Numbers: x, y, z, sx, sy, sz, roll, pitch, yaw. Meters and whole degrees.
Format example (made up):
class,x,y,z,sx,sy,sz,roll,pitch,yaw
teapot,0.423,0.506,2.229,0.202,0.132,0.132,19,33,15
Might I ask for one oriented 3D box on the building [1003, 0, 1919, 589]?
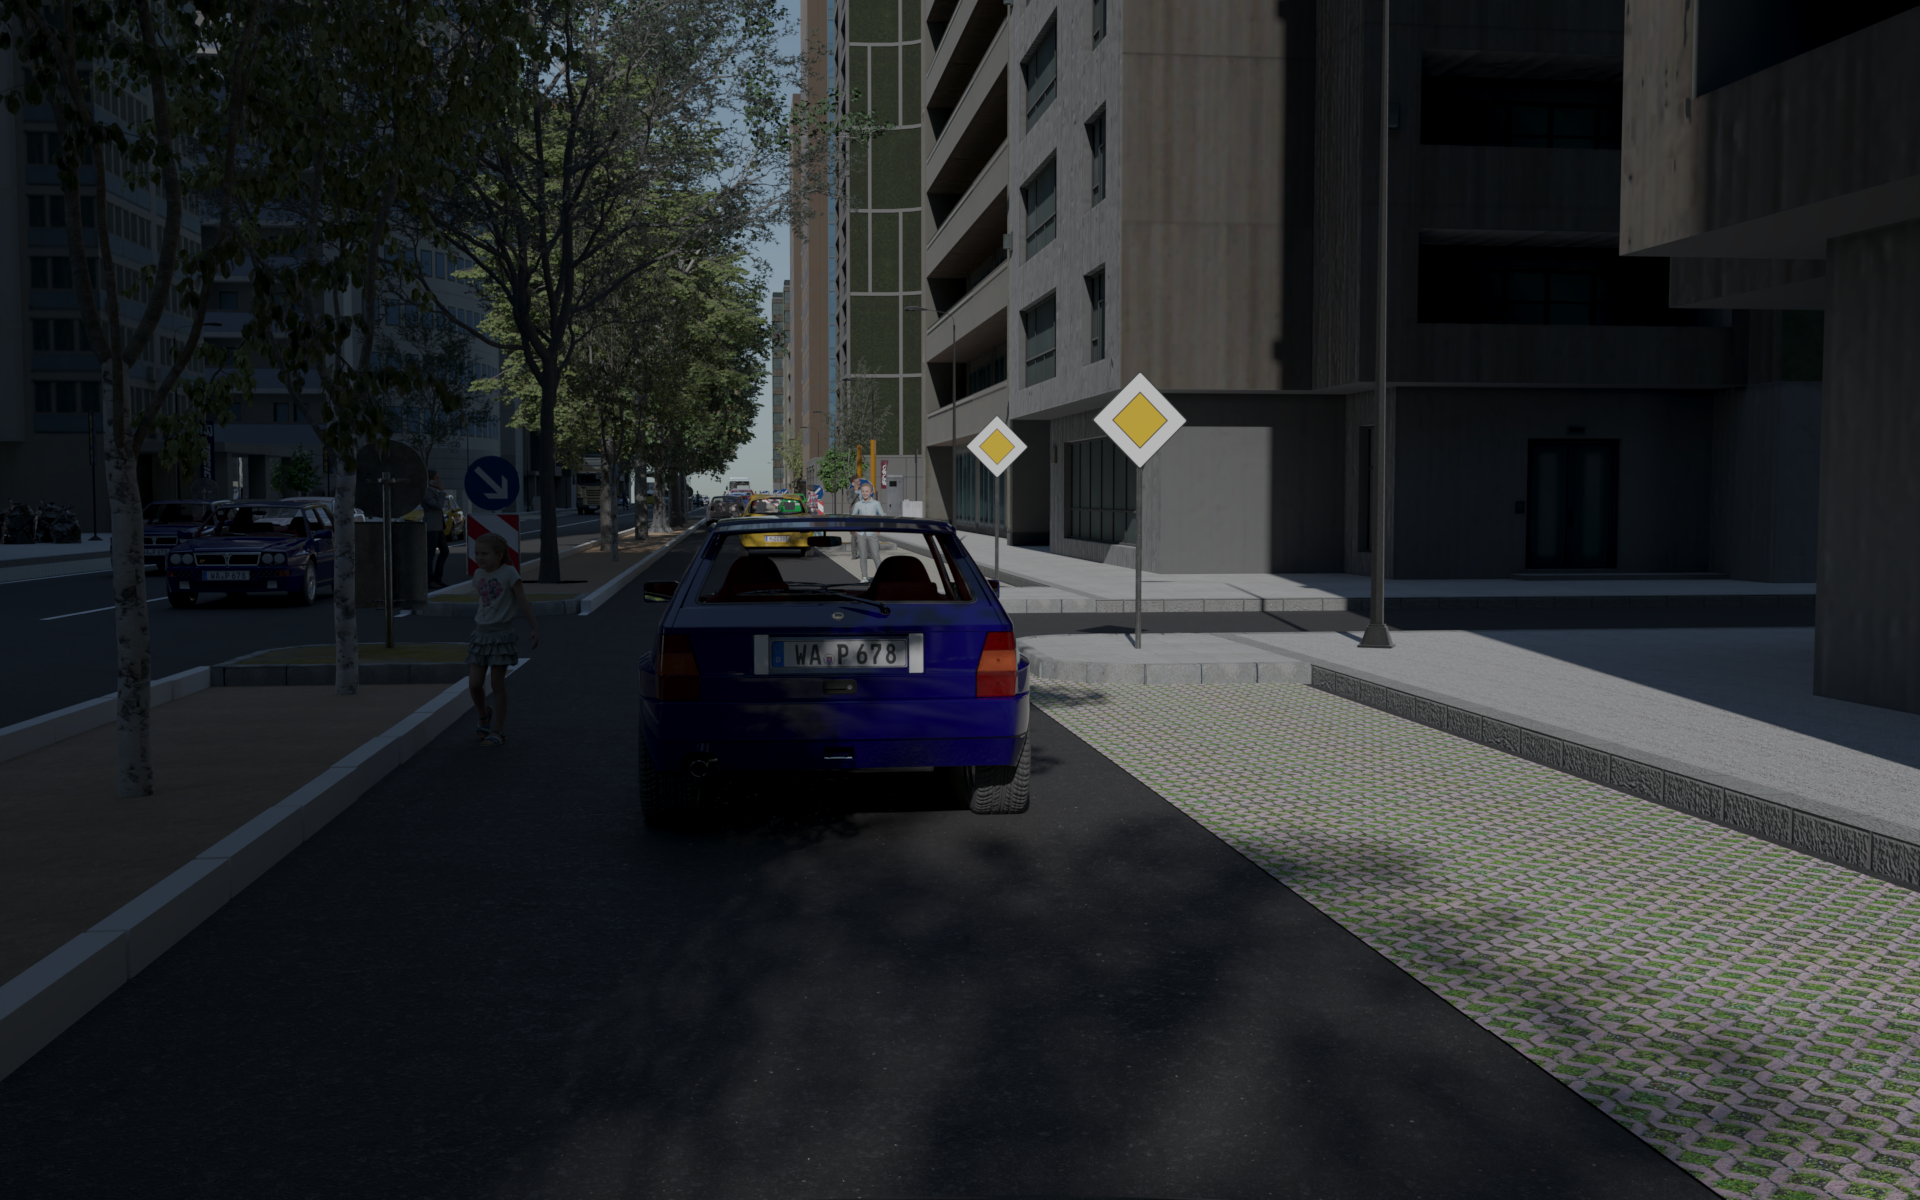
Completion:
class,x,y,z,sx,sy,sz,roll,pitch,yaw
building,8.723,-15.836,30.613,14.107,30.474,14.160,0,4,-7

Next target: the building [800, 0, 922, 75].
class,x,y,z,sx,sy,sz,roll,pitch,yaw
building,-5.377,-29.793,137.226,14.600,45.320,14.200,0,4,-7

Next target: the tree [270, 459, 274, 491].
class,x,y,z,sx,sy,sz,roll,pitch,yaw
tree,-32.165,-5.362,82.263,1.663,3.219,1.824,0,3,0

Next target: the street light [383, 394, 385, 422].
class,x,y,z,sx,sy,sz,roll,pitch,yaw
street light,-24.044,-6.208,74.034,1.470,5.913,1.316,0,4,-7

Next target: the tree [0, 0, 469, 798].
class,x,y,z,sx,sy,sz,roll,pitch,yaw
tree,-3.854,-3.357,7.704,4.360,8.622,3.978,0,3,0

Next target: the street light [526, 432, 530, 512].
class,x,y,z,sx,sy,sz,roll,pitch,yaw
street light,-30.355,-9.248,123.751,1.470,5.913,1.316,0,4,-7

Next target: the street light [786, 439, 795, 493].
class,x,y,z,sx,sy,sz,roll,pitch,yaw
street light,-13.672,-10.587,145.631,1.470,5.913,1.316,0,4,-7

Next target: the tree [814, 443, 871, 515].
class,x,y,z,sx,sy,sz,roll,pitch,yaw
tree,-7.025,-7.345,103.811,4.285,4.588,4.351,0,3,0

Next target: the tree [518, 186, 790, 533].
class,x,y,z,sx,sy,sz,roll,pitch,yaw
tree,-11.086,-8.819,63.661,9.611,12.733,9.660,0,3,0

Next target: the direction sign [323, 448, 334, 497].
class,x,y,z,sx,sy,sz,roll,pitch,yaw
direction sign,-24.109,-4.534,66.132,0.379,3.537,0.876,0,4,3

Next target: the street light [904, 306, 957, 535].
class,x,y,z,sx,sy,sz,roll,pitch,yaw
street light,-0.682,-4.312,43.049,1.470,5.913,1.316,0,4,-7

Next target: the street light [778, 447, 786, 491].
class,x,y,z,sx,sy,sz,roll,pitch,yaw
street light,-17.110,-12.238,172.634,1.470,5.913,1.316,0,4,-7

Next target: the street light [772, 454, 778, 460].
class,x,y,z,sx,sy,sz,roll,pitch,yaw
street light,-20.743,-13.985,201.201,1.470,5.913,1.316,0,4,-7

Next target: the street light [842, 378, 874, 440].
class,x,y,z,sx,sy,sz,roll,pitch,yaw
street light,-4.030,-5.933,69.549,1.470,5.913,1.316,0,4,-7

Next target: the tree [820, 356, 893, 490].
class,x,y,z,sx,sy,sz,roll,pitch,yaw
tree,-5.697,-8.705,92.687,4.360,8.622,3.978,0,3,0

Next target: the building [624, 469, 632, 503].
class,x,y,z,sx,sy,sz,roll,pitch,yaw
building,-52.379,-28.355,235.300,14.160,30.474,14.107,0,4,-7

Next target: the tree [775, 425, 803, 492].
class,x,y,z,sx,sy,sz,roll,pitch,yaw
tree,-17.089,-14.039,179.900,4.737,8.622,4.395,0,3,0

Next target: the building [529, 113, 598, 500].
class,x,y,z,sx,sy,sz,roll,pitch,yaw
building,-50.883,-32.746,190.017,22.147,44.769,28.867,0,4,-7

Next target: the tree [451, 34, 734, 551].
class,x,y,z,sx,sy,sz,roll,pitch,yaw
tree,-8.617,-7.454,42.453,7.486,12.596,7.792,0,3,0

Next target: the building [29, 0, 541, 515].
class,x,y,z,sx,sy,sz,roll,pitch,yaw
building,-48.439,-26.916,131.955,32.217,40.220,23.993,0,4,-7

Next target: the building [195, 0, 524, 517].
class,x,y,z,sx,sy,sz,roll,pitch,yaw
building,-39.681,-34.510,106.241,21.231,58.520,28.212,0,4,-7

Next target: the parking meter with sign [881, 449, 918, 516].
class,x,y,z,sx,sy,sz,roll,pitch,yaw
parking meter with sign,-2.514,-4.317,66.846,1.738,3.016,0.543,0,4,1

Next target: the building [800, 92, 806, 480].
class,x,y,z,sx,sy,sz,roll,pitch,yaw
building,-3.312,-30.859,159.169,22.147,44.769,28.867,0,4,-7

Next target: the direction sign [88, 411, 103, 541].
class,x,y,z,sx,sy,sz,roll,pitch,yaw
direction sign,-23.812,-3.401,47.597,0.379,3.537,0.876,-1,4,-17

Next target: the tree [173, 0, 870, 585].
class,x,y,z,sx,sy,sz,roll,pitch,yaw
tree,-6.620,-7.011,27.453,12.009,13.543,11.850,0,3,0

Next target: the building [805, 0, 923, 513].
class,x,y,z,sx,sy,sz,roll,pitch,yaw
building,-0.130,-41.637,119.011,20.563,71.187,20.611,0,4,-7

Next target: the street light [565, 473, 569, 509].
class,x,y,z,sx,sy,sz,roll,pitch,yaw
street light,-33.836,-10.926,151.186,1.470,5.913,1.316,0,4,-7

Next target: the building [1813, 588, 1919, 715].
class,x,y,z,sx,sy,sz,roll,pitch,yaw
building,11.089,-14.445,7.874,14.160,30.474,14.107,0,4,-7

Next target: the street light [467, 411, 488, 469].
class,x,y,z,sx,sy,sz,roll,pitch,yaw
street light,-26.858,-7.582,96.506,1.470,5.913,1.316,0,4,-7

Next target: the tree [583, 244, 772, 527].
class,x,y,z,sx,sy,sz,roll,pitch,yaw
tree,-12.239,-10.088,74.050,9.857,13.997,8.962,0,3,0

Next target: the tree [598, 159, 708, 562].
class,x,y,z,sx,sy,sz,roll,pitch,yaw
tree,-7.200,-5.079,35.864,4.360,8.622,3.978,0,3,0

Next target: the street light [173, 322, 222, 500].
class,x,y,z,sx,sy,sz,roll,pitch,yaw
street light,-20.565,-4.538,46.736,1.470,5.913,1.316,0,4,-7

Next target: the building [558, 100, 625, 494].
class,x,y,z,sx,sy,sz,roll,pitch,yaw
building,-53.426,-36.163,214.968,21.300,48.544,21.600,0,4,-7

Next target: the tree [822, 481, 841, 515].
class,x,y,z,sx,sy,sz,roll,pitch,yaw
tree,-8.068,-6.970,108.555,1.663,3.219,1.824,0,3,0

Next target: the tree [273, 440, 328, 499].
class,x,y,z,sx,sy,sz,roll,pitch,yaw
tree,-23.548,-4.138,62.260,1.663,3.219,1.824,0,3,0

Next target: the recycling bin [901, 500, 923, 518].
class,x,y,z,sx,sy,sz,roll,pitch,yaw
recycling bin,-1.698,-2.962,60.990,0.722,1.027,0.722,0,4,-8

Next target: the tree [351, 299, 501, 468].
class,x,y,z,sx,sy,sz,roll,pitch,yaw
tree,-26.137,-9.136,83.788,8.767,10.594,7.601,1,4,8

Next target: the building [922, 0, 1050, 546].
class,x,y,z,sx,sy,sz,roll,pitch,yaw
building,10.530,-26.242,52.767,21.300,48.544,21.600,0,4,-7

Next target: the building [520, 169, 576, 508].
class,x,y,z,sx,sy,sz,roll,pitch,yaw
building,-41.844,-23.308,152.789,14.160,30.474,14.107,0,4,-7

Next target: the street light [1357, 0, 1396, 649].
class,x,y,z,sx,sy,sz,roll,pitch,yaw
street light,2.958,-2.554,14.293,1.470,5.913,1.316,0,4,-7

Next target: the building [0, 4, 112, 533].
class,x,y,z,sx,sy,sz,roll,pitch,yaw
building,-40.987,-22.494,59.659,32.217,40.220,23.993,0,4,-7

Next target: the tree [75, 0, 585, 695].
class,x,y,z,sx,sy,sz,roll,pitch,yaw
tree,-4.435,-3.638,12.308,4.737,8.622,4.395,0,3,0

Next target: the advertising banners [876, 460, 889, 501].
class,x,y,z,sx,sy,sz,roll,pitch,yaw
advertising banners,-4.445,-5.678,89.026,2.074,3.025,0.090,-3,5,-44

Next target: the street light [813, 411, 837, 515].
class,x,y,z,sx,sy,sz,roll,pitch,yaw
street light,-7.510,-7.587,96.588,1.470,5.913,1.316,0,4,-7

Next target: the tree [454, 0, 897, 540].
class,x,y,z,sx,sy,sz,roll,pitch,yaw
tree,-8.565,-11.871,52.438,12.611,20.169,13.585,0,3,0

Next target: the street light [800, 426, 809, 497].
class,x,y,z,sx,sy,sz,roll,pitch,yaw
street light,-10.282,-8.966,119.137,1.470,5.913,1.316,0,4,-7
